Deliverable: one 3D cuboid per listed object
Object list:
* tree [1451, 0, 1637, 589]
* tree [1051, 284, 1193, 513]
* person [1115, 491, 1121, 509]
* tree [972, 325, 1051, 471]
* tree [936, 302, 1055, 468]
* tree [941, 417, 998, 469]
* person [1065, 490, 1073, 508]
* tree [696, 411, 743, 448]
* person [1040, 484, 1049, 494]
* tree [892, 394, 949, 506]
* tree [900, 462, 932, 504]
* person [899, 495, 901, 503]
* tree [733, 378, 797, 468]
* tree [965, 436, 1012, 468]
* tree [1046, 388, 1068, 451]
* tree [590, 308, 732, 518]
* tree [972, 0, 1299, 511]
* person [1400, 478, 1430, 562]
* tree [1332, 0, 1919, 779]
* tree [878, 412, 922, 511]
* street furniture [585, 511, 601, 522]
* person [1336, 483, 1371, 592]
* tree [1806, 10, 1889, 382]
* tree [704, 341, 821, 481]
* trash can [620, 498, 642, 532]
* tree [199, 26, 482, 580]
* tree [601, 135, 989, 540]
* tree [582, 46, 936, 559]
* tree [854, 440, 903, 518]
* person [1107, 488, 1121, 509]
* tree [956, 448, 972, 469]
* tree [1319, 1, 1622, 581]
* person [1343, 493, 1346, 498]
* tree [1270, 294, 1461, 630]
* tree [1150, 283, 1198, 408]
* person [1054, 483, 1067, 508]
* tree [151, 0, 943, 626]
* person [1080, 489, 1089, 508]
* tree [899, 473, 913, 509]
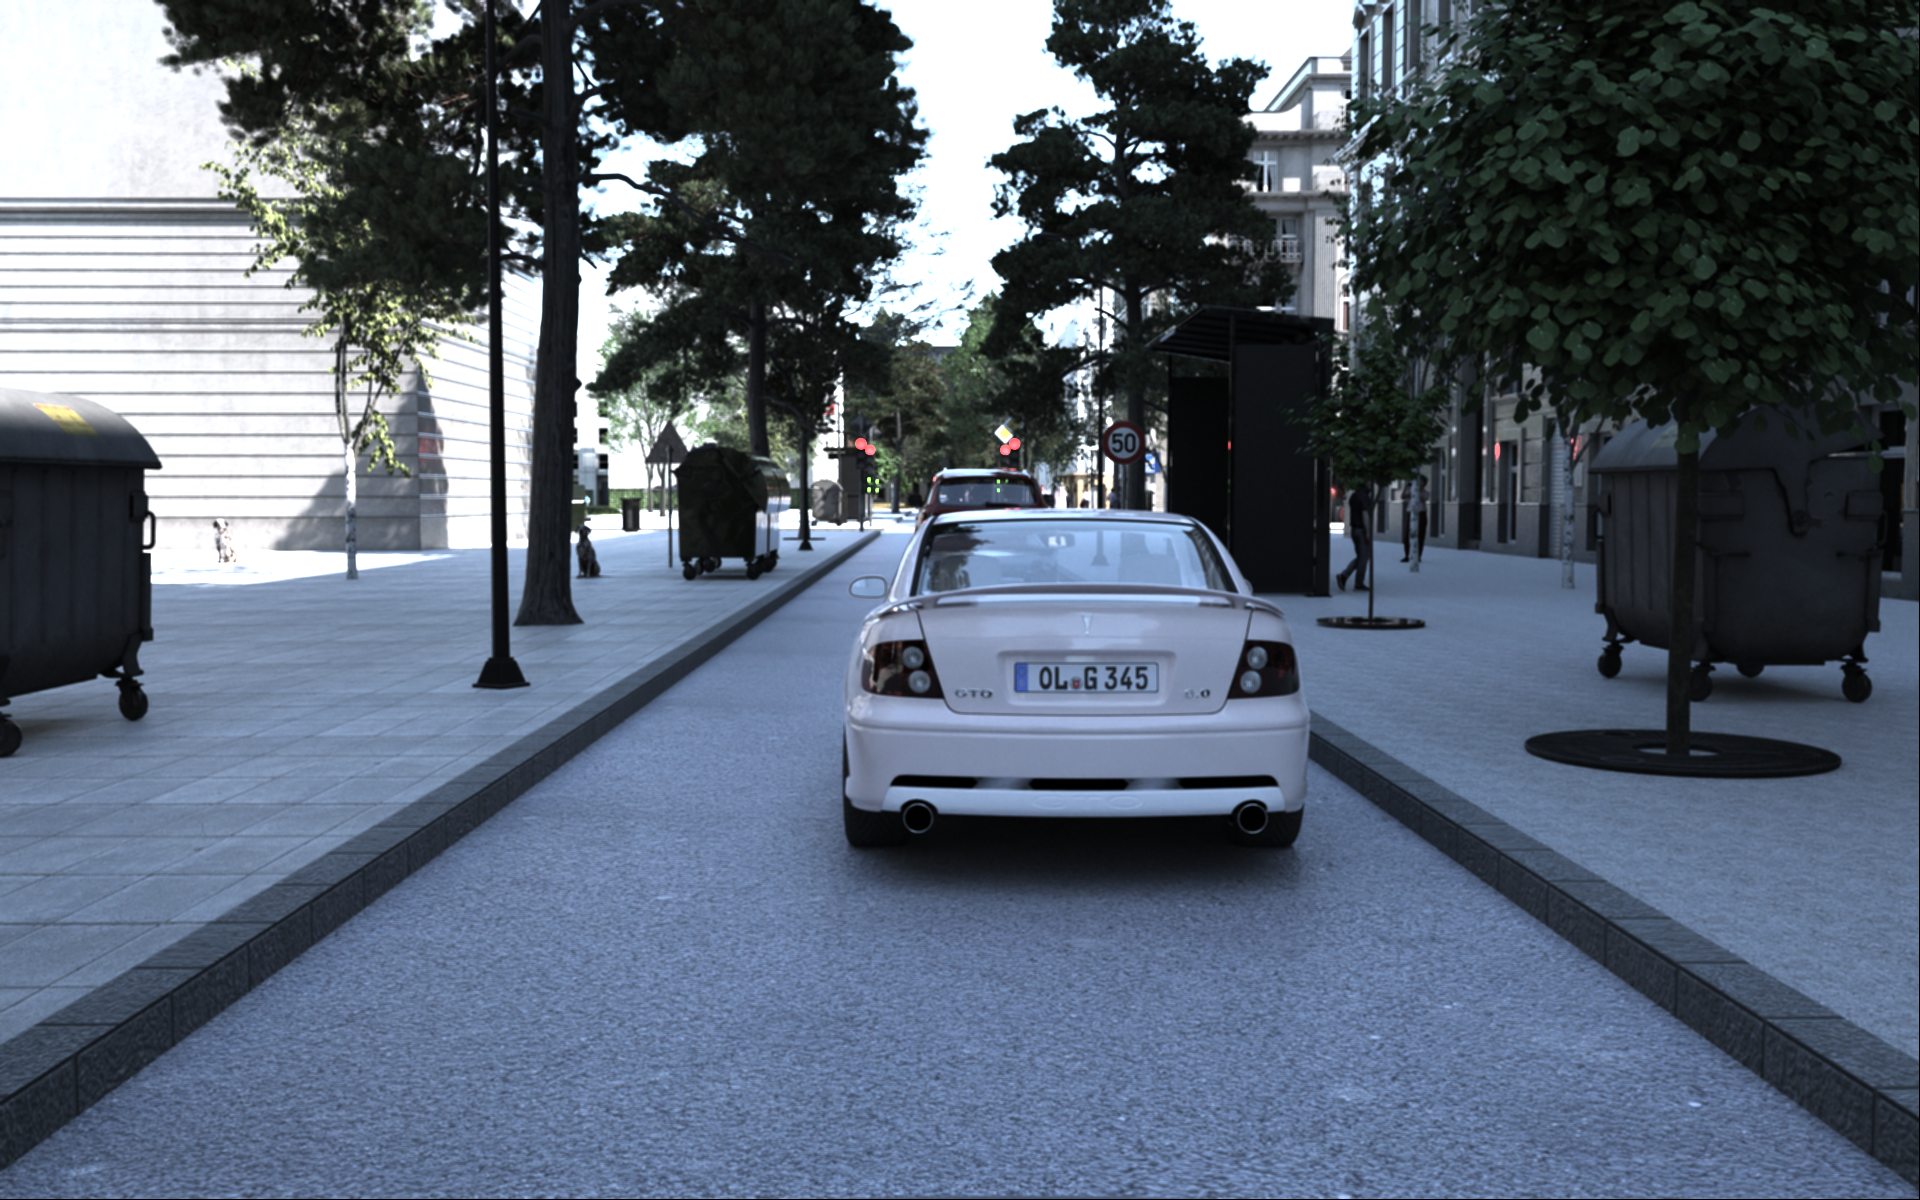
[{"bbox_3d":[8.268,-4.447,23.071,4.360,8.622,3.978,0,3,0],"label":"tree"},{"bbox_3d":[5.455,-5.939,47.468,4.360,8.622,3.978,0,3,0],"label":"tree"},{"bbox_3d":[9.705,-5.921,105.552,0.600,1.496,0.574,-1,4,-12],"label":"person"},{"bbox_3d":[2.800,-7.680,75.924,4.360,8.622,3.978,0,3,0],"label":"tree"},{"bbox_3d":[2.303,-10.326,94.593,9.928,11.665,9.643,0,3,0],"label":"tree"},{"bbox_3d":[2.018,-13.384,153.242,8.767,10.594,7.601,-3,4,-36],"label":"tree"},{"bbox_3d":[8.016,-7.367,128.444,0.435,1.587,0.963,-3,4,-36],"label":"person"},{"bbox_3d":[-18.796,-11.524,138.778,4.360,8.622,3.978,0,3,0],"label":"tree"},{"bbox_3d":[3.482,-4.097,73.974,0.756,1.711,0.436,1,4,20],"label":"person"},{"bbox_3d":[-5.638,-16.938,183.599,9.857,13.997,8.962,0,3,0],"label":"tree"},{"bbox_3d":[-6.254,-18.036,213.007,7.486,12.596,7.792,0,3,0],"label":"tree"},{"bbox_3d":[-4.337,-6.854,120.320,0.429,1.552,0.499,-1,4,-10],"label":"person"},{"bbox_3d":[-11.869,-9.419,104.357,4.737,8.622,4.395,0,3,0],"label":"tree"},{"bbox_3d":[1.743,-11.059,131.174,4.737,8.622,4.395,0,3,0],"label":"tree"},{"bbox_3d":[2.875,-12.070,104.773,7.806,13.903,7.818,0,3,0],"label":"tree"},{"bbox_3d":[-16.390,-10.343,94.856,9.928,11.665,9.643,0,3,0],"label":"tree"},{"bbox_3d":[3.623,-6.934,35.420,6.751,12.117,7.091,0,3,0],"label":"tree"},{"bbox_3d":[8.561,-1.532,32.557,0.566,1.644,0.517,-1,4,-17],"label":"person"},{"bbox_3d":[3.555,-1.503,8.295,4.285,4.588,4.351,0,3,0],"label":"tree"},{"bbox_3d":[-4.751,-10.819,127.252,4.360,8.622,3.978,0,3,0],"label":"tree"},{"bbox_3d":[-20.028,-4.410,78.950,9.812,1.723,11.010,1,4,21],"label":"street furniture"},{"bbox_3d":[5.229,-0.891,22.819,0.471,1.553,0.569,2,4,24],"label":"person"},{"bbox_3d":[7.085,-4.060,16.747,4.737,8.622,4.395,0,3,0],"label":"tree"},{"bbox_3d":[-14.562,-13.610,129.173,9.857,13.997,8.962,0,3,0],"label":"tree"},{"bbox_3d":[-11.085,-2.857,58.369,0.748,1.137,0.748,0,3,0],"label":"trash can"},{"bbox_3d":[-8.918,-4.618,25.864,4.737,8.622,4.395,0,3,0],"label":"tree"},{"bbox_3d":[-4.374,-8.441,48.374,12.009,13.543,11.850,0,3,0],"label":"tree"},{"bbox_3d":[-3.962,-6.840,33.886,6.751,12.117,7.091,0,3,0],"label":"tree"},{"bbox_3d":[-4.931,-6.743,93.963,4.285,4.588,4.351,0,3,0],"label":"tree"},{"bbox_3d":[7.837,-4.947,88.887,0.963,1.587,0.435,3,4,37],"label":"person"},{"bbox_3d":[1.162,-15.397,202.096,4.360,8.622,3.978,0,3,0],"label":"tree"},{"bbox_3d":[7.714,-4.771,28.376,4.360,8.622,3.978,0,3,0],"label":"tree"},{"bbox_3d":[15.472,-3.764,68.404,0.655,1.722,0.431,0,4,-6],"label":"person"},{"bbox_3d":[4.040,-1.349,16.663,1.663,3.219,1.824,0,3,0],"label":"tree"},{"bbox_3d":[7.399,-6.300,53.373,4.737,8.622,4.395,0,3,0],"label":"tree"},{"bbox_3d":[4.099,-3.904,70.544,0.551,1.740,0.621,0,4,-4],"label":"person"},{"bbox_3d":[-3.856,-6.677,16.593,7.806,13.903,7.818,0,3,0],"label":"tree"},{"bbox_3d":[7.309,-5.697,101.405,0.590,1.554,0.614,2,4,34],"label":"person"},{"bbox_3d":[-4.844,-9.609,151.702,1.663,3.219,1.824,0,3,0],"label":"tree"}]
